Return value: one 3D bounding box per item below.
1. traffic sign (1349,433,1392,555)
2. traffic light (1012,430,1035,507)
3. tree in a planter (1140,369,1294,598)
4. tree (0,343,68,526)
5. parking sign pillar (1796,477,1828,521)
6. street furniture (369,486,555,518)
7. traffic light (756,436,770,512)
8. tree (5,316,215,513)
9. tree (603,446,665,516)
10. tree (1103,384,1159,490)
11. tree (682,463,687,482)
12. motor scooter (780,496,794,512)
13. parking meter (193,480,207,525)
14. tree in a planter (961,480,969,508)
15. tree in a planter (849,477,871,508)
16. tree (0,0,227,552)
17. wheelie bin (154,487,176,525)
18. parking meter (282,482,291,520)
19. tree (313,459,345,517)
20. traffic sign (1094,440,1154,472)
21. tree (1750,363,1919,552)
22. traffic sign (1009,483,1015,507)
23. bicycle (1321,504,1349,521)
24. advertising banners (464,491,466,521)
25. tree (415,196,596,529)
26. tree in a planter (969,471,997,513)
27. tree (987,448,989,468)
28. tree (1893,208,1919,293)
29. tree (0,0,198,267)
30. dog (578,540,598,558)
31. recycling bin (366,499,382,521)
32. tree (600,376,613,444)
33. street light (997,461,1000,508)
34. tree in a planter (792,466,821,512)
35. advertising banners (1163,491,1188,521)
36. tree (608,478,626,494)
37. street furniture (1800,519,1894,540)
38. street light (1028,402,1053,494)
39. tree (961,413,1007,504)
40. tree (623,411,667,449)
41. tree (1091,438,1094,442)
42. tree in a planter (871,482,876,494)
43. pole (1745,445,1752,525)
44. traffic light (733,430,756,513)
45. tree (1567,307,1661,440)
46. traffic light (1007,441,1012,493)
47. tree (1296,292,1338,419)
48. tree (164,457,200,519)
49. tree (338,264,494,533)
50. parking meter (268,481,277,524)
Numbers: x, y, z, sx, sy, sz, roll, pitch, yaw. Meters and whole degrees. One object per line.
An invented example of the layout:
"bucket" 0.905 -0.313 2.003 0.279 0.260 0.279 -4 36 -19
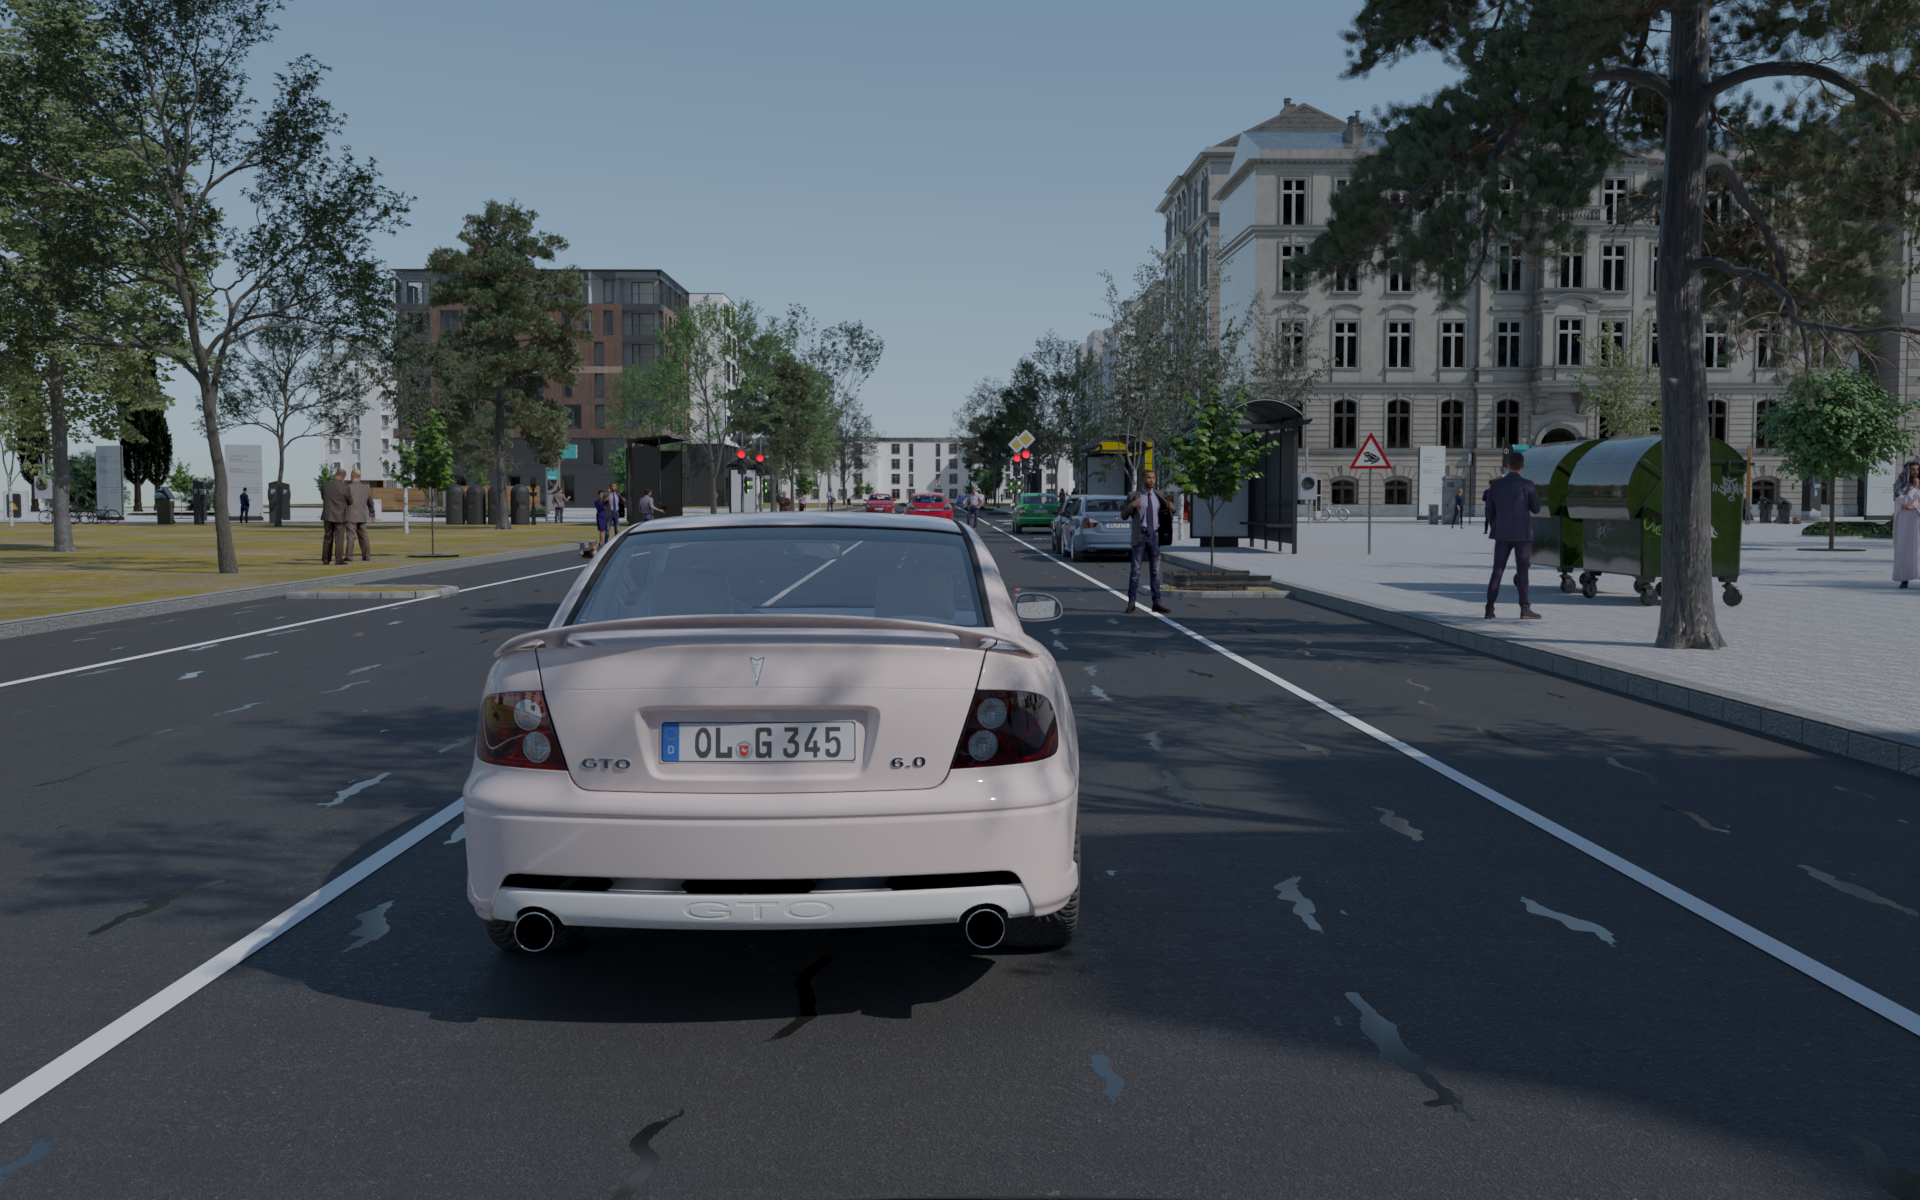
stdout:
"traffic sign" 8.685 -2.243 36.682 0.884 2.594 0.081 1 4 8
"traffic light" 2.811 -5.226 74.694 0.839 4.213 0.868 0 4 -1
"tree in a planter" 3.628 -1.688 24.822 1.991 3.239 1.994 0 4 -1
"tree" -37.653 -7.235 68.649 4.737 8.622 4.395 0 3 0
"parking sign pillar" 40.995 -5.802 83.327 1.447 3.967 1.447 -3 5 -42
"street furniture" -30.344 -6.369 110.990 11.010 1.723 9.812 2 4 28
"traffic light" -9.473 -5.702 82.474 0.839 4.213 0.868 0 4 -1
"tree" -61.669 -13.817 127.733 13.155 14.587 18.604 1 4 16
"tree" -19.631 -7.341 103.742 4.285 4.588 4.351 0 3 0
"tree" 11.395 -9.941 112.899 4.737 8.622 4.395 0 3 0
"tree" -20.237 -8.168 117.258 4.285 4.588 4.351 0 3 0
"motor scooter" -9.702 -5.175 97.383 0.815 1.314 1.986 0 4 -2
"parking meter" -31.743 -4.067 72.210 0.399 1.863 0.255 2 4 26
"tree in a planter" 1.136 -11.455 184.505 1.991 3.239 1.994 0 4 -1
"tree in a planter" -10.780 -11.477 184.863 1.991 3.239 1.994 0 4 -1
"tree" -19.979 -7.328 37.940 7.486 12.596 7.792 0 3 0
"wheelie bin" -33.439 -3.969 72.806 0.693 1.594 0.980 0 4 -4
"parking meter" -33.096 -4.854 85.079 0.399 1.863 0.255 -1 4 -9
"tree" -35.150 -6.206 96.067 1.663 3.219 1.824 0 3 0
"traffic sign" 6.204 -4.396 65.744 2.265 3.308 0.079 0 4 6
"tree" 19.753 -3.398 39.273 4.285 4.588 4.351 0 3 0
"traffic sign" 4.640 -9.350 152.881 0.884 2.594 0.081 0 4 0
"bicycle" 18.103 -4.312 83.727 1.543 0.972 0.635 2 4 29
"advertising banners" -24.005 -5.245 81.948 2.074 3.025 0.090 0 4 -3
"tree" -16.715 -8.605 62.751 6.751 12.117 7.091 0 3 0
"tree in a planter" 1.922 -8.384 134.298 1.991 3.239 1.994 0 4 -1
"tree" 4.157 -15.286 200.293 4.360 8.622 3.978 0 3 0
"tree" 16.088 -4.649 26.378 4.737 8.622 4.395 0 3 0
"tree" -31.384 -12.160 54.705 12.611 20.169 13.585 0 3 0
"dog" -8.233 -1.129 38.646 0.550 0.427 0.748 -1 4 -19
"recycling bin" -28.403 -4.339 83.489 0.722 1.027 0.722 2 4 29
"tree" -23.115 -12.417 128.768 9.928 11.665 9.643 0 3 0
"street light" 2.955 -11.288 157.095 1.470 5.913 1.316 0 4 -1
"tree in a planter" -9.576 -6.724 107.164 1.991 3.239 1.994 0 4 -1
"advertising banners" 10.774 -5.334 83.394 2.074 3.025 0.090 1 4 22
"tree" -30.033 -9.653 152.431 1.663 3.219 1.824 0 3 0
"street furniture" 29.448 -2.243 52.306 10.072 0.657 5.734 -3 4 -37
"street light" 4.114 -7.043 87.697 1.470 5.913 1.316 0 4 -1
"tree" 3.364 -18.833 229.980 6.751 12.117 7.091 0 3 0
"tree" -26.415 -12.055 147.453 4.737 8.622 4.395 0 3 0
"tree" 11.880 -10.781 126.624 4.737 8.622 4.395 0 3 0
"tree in a planter" -11.222 -13.166 212.486 1.991 3.239 1.994 0 4 -1
"pole" 33.114 -4.824 72.721 0.158 3.312 0.155 0 3 0
"traffic light" -9.349 -5.214 74.490 0.839 4.213 0.868 0 4 -1
"tree" 26.360 -7.244 68.800 4.737 8.622 4.395 0 3 0
"traffic light" 2.686 -5.715 82.678 0.839 4.213 0.868 0 4 -1
"tree" 11.115 -6.765 60.977 4.360 8.622 3.978 0 3 0
"tree" -40.539 -5.834 89.985 1.663 3.219 1.824 0 3 0
"tree" -17.884 -6.487 56.430 4.360 8.622 3.978 0 3 0
"parking meter" -29.839 -4.250 75.195 0.399 1.863 0.255 -2 4 -24
